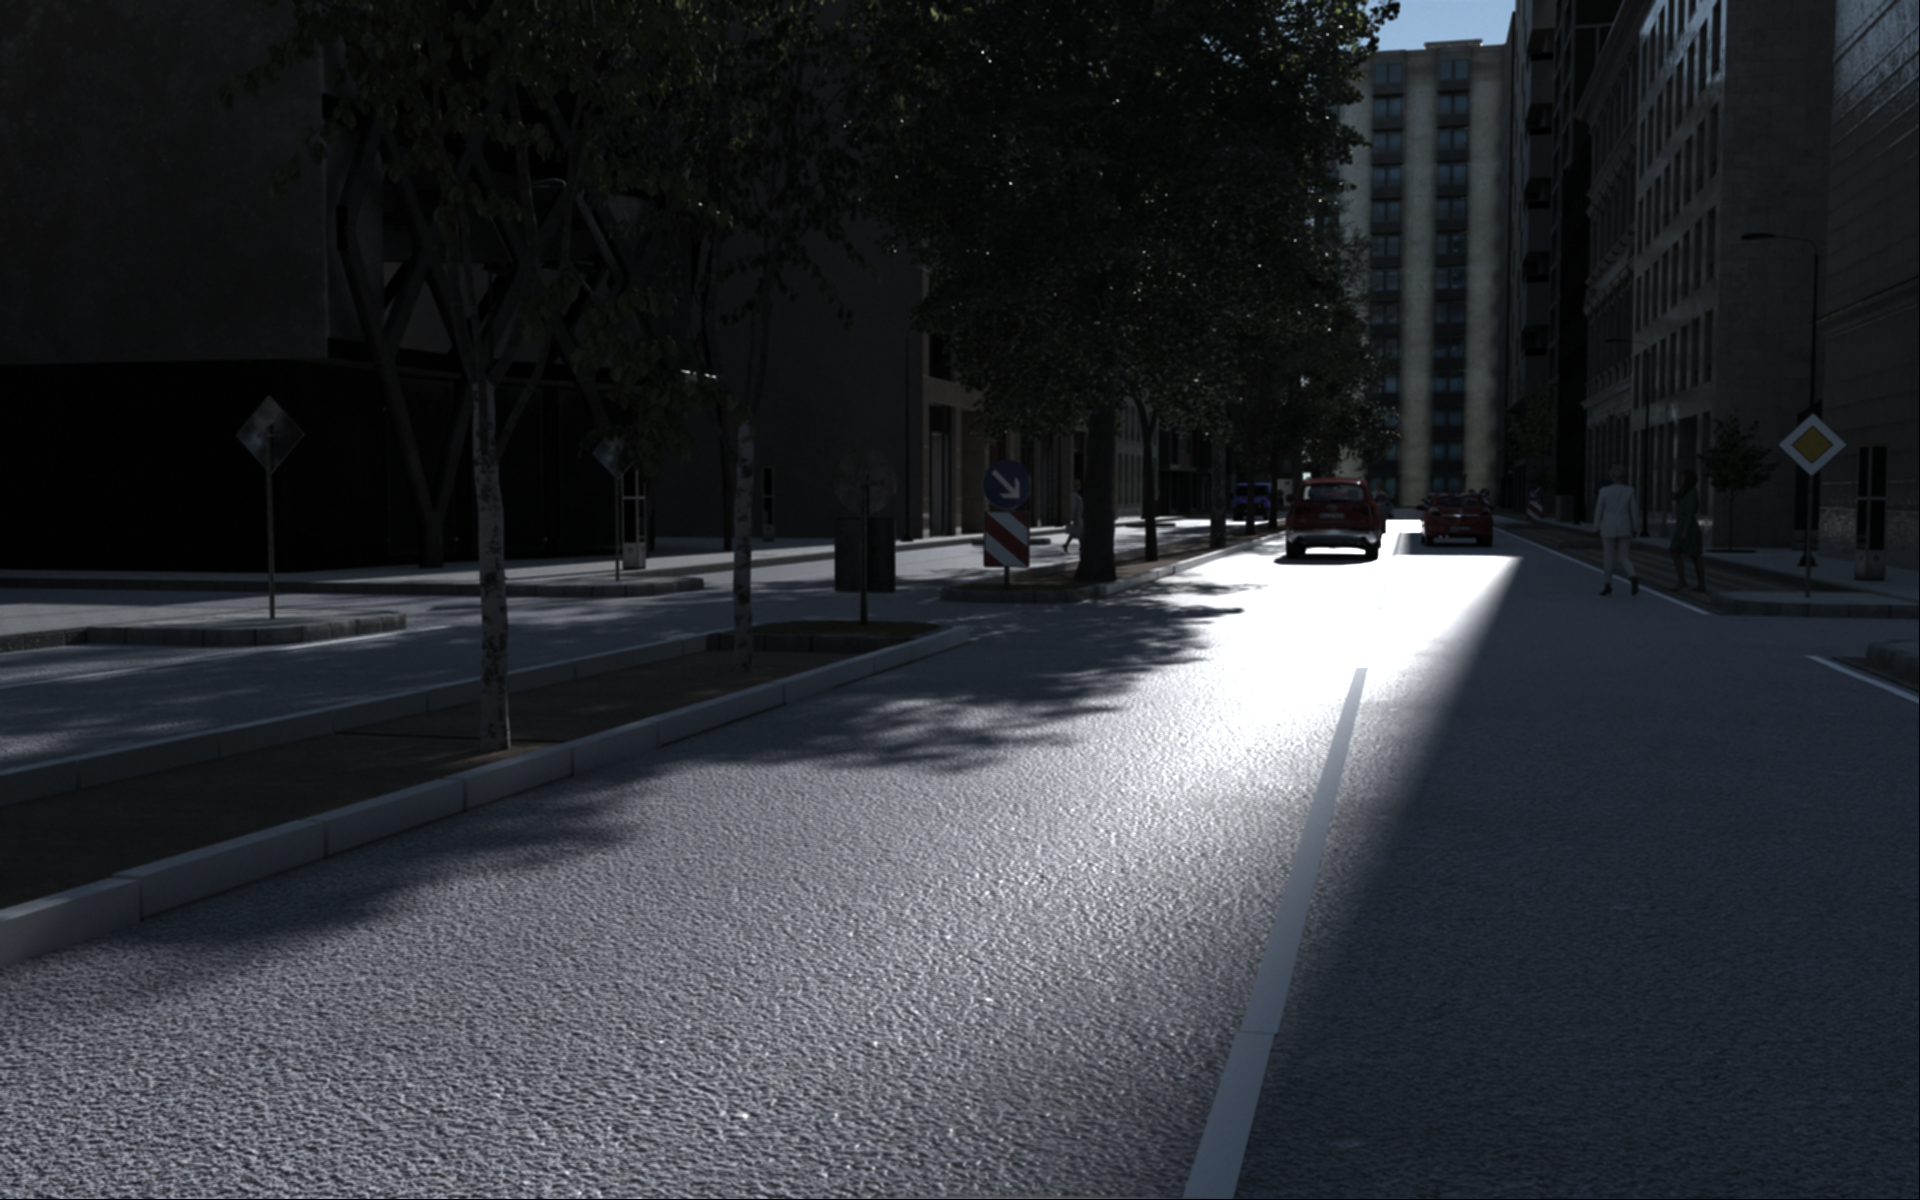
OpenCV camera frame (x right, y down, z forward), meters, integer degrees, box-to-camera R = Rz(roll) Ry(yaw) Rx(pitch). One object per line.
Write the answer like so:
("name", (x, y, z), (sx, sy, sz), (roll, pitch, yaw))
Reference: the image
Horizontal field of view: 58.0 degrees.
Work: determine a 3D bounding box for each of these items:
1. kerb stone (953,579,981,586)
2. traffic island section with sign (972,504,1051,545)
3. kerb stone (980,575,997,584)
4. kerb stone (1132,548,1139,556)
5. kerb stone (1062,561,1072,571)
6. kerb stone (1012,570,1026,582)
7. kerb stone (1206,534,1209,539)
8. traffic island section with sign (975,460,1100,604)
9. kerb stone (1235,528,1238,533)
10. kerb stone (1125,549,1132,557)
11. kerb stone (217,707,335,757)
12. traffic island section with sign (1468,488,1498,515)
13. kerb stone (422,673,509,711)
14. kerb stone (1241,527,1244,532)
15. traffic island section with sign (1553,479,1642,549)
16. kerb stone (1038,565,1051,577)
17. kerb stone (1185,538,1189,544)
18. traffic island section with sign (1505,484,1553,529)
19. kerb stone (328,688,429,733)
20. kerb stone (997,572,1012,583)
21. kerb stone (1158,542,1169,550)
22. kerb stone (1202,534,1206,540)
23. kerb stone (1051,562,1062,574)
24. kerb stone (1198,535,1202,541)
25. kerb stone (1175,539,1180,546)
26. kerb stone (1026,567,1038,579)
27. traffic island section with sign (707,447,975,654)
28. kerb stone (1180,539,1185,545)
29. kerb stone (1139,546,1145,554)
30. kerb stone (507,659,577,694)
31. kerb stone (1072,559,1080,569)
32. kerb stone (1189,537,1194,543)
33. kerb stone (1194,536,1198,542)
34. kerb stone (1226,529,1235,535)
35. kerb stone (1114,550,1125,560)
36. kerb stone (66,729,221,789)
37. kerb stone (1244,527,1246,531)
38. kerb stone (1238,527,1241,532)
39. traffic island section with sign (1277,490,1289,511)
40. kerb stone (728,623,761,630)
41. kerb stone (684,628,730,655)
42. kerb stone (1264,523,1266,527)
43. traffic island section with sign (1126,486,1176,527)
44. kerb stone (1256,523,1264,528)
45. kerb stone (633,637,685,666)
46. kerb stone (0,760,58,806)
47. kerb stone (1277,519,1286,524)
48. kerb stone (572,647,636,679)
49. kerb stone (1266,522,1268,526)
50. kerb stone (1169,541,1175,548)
("kerb stone", (0.083, -0.180, 25.233), (0.120, 0.150, 1.000), (1, 4, 15))
("traffic island section with sign", (1.530, -2.497, 49.451), (1.989, 1.847, 2.006), (1, 4, 15))
("kerb stone", (0.341, -0.245, 26.223), (0.120, 0.150, 1.000), (1, 4, 15))
("kerb stone", (3.957, -1.096, 40.111), (0.120, 0.150, 1.000), (1, 4, 15))
("kerb stone", (1.889, -0.611, 32.177), (0.120, 0.150, 1.000), (1, 4, 15))
("kerb stone", (0.861, -0.367, 28.204), (0.120, 0.150, 1.000), (1, 4, 15))
("kerb stone", (7.581, -1.946, 54.020), (0.120, 0.150, 1.000), (1, 4, 15))
("traffic island section with sign", (0.779, -0.947, 23.625), (2.006, 1.907, 1.989), (1, 4, 15))
("kerb stone", (9.910, -2.490, 62.962), (0.120, 0.150, 1.000), (1, 4, 15))
("kerb stone", (3.700, -1.031, 39.116), (0.120, 0.150, 1.000), (1, 4, 15))
("kerb stone", (-3.926, 0.759, 9.851), (0.120, 0.150, 1.000), (1, 4, 15))
("traffic island section with sign", (36.269, -6.827, 120.242), (1.989, 1.847, 2.006), (1, 4, 15))
("kerb stone", (-3.409, 0.633, 11.843), (0.120, 0.150, 1.000), (1, 4, 15))
("kerb stone", (10.434, -2.614, 64.944), (0.120, 0.150, 1.000), (1, 4, 15))
("traffic island section with sign", (16.848, -2.266, 45.672), (1.989, 1.847, 2.006), (1, 4, 15))
("kerb stone", (1.379, -0.489, 30.192), (0.120, 0.150, 1.000), (1, 4, 15))
("kerb stone", (6.291, -1.642, 49.048), (0.120, 0.150, 1.000), (1, 4, 15))
("traffic island section with sign", (23.644, -3.861, 71.760), (1.989, 1.847, 2.006), (1, 4, 15))
("kerb stone", (-3.673, 0.699, 10.855), (0.120, 0.150, 1.000), (1, 4, 15))
("kerb stone", (0.600, -0.307, 27.216), (0.120, 0.150, 1.000), (1, 4, 15))
("kerb stone", (5.253, -1.400, 45.083), (0.120, 0.150, 1.000), (1, 4, 15))
("kerb stone", (7.326, -1.885, 53.019), (0.120, 0.150, 1.000), (1, 4, 15))
("kerb stone", (1.640, -0.547, 31.180), (0.120, 0.150, 1.000), (1, 4, 15))
("kerb stone", (7.062, -1.824, 52.024), (0.120, 0.150, 1.000), (1, 4, 15))
("kerb stone", (5.775, -1.521, 47.065), (0.120, 0.150, 1.000), (1, 4, 15))
("kerb stone", (1.116, -0.427, 29.194), (0.120, 0.150, 1.000), (1, 4, 15))
("traffic island section with sign", (-1.098, -0.509, 16.459), (2.006, 1.907, 1.989), (1, 4, 15))
("kerb stone", (6.038, -1.579, 48.058), (0.120, 0.150, 1.000), (1, 4, 15))
("kerb stone", (4.228, -1.156, 41.097), (0.120, 0.150, 1.000), (1, 4, 15))
("kerb stone", (-3.148, 0.575, 12.831), (0.120, 0.150, 1.000), (1, 4, 15))
("kerb stone", (2.146, -0.671, 33.167), (0.120, 0.150, 1.000), (1, 4, 15))
("kerb stone", (6.554, -1.701, 50.037), (0.120, 0.150, 1.000), (1, 4, 15))
("kerb stone", (6.812, -1.764, 51.033), (0.120, 0.150, 1.000), (1, 4, 15))
("kerb stone", (9.655, -2.430, 61.971), (0.120, 0.150, 1.000), (1, 4, 15))
("kerb stone", (3.444, -0.972, 38.126), (0.120, 0.150, 1.000), (1, 4, 15))
("kerb stone", (-4.179, 0.816, 8.861), (0.120, 0.150, 1.000), (1, 4, 15))
("kerb stone", (10.686, -2.675, 65.937), (0.120, 0.150, 1.000), (1, 4, 15))
("kerb stone", (10.175, -2.552, 63.955), (0.120, 0.150, 1.000), (1, 4, 15))
("traffic island section with sign", (27.840, -8.672, 150.411), (1.989, 1.847, 2.006), (1, 4, 15))
("kerb stone", (-2.116, 0.333, 16.793), (0.120, 0.150, 1.000), (1, 4, 15))
("kerb stone", (-2.371, 0.391, 15.803), (0.120, 0.150, 1.000), (1, 4, 15))
("kerb stone", (13.021, -3.222, 74.875), (0.120, 0.150, 1.000), (1, 4, 15))
("traffic island section with sign", (8.383, -4.105, 75.744), (1.989, 1.847, 2.006), (1, 4, 15))
("kerb stone", (12.751, -3.160, 73.889), (0.120, 0.150, 1.000), (1, 4, 15))
("kerb stone", (-2.630, 0.452, 14.812), (0.120, 0.150, 1.000), (1, 4, 15))
("kerb stone", (-4.439, 0.876, 7.870), (0.120, 0.150, 1.000), (1, 4, 15))
("kerb stone", (16.122, -3.951, 86.790), (0.120, 0.150, 1.000), (1, 4, 15))
("kerb stone", (-2.883, 0.512, 13.821), (0.120, 0.150, 1.000), (1, 4, 15))
("kerb stone", (13.279, -3.282, 75.870), (0.120, 0.150, 1.000), (1, 4, 15))
("kerb stone", (5.528, -1.460, 46.072), (0.120, 0.150, 1.000), (1, 4, 15))
